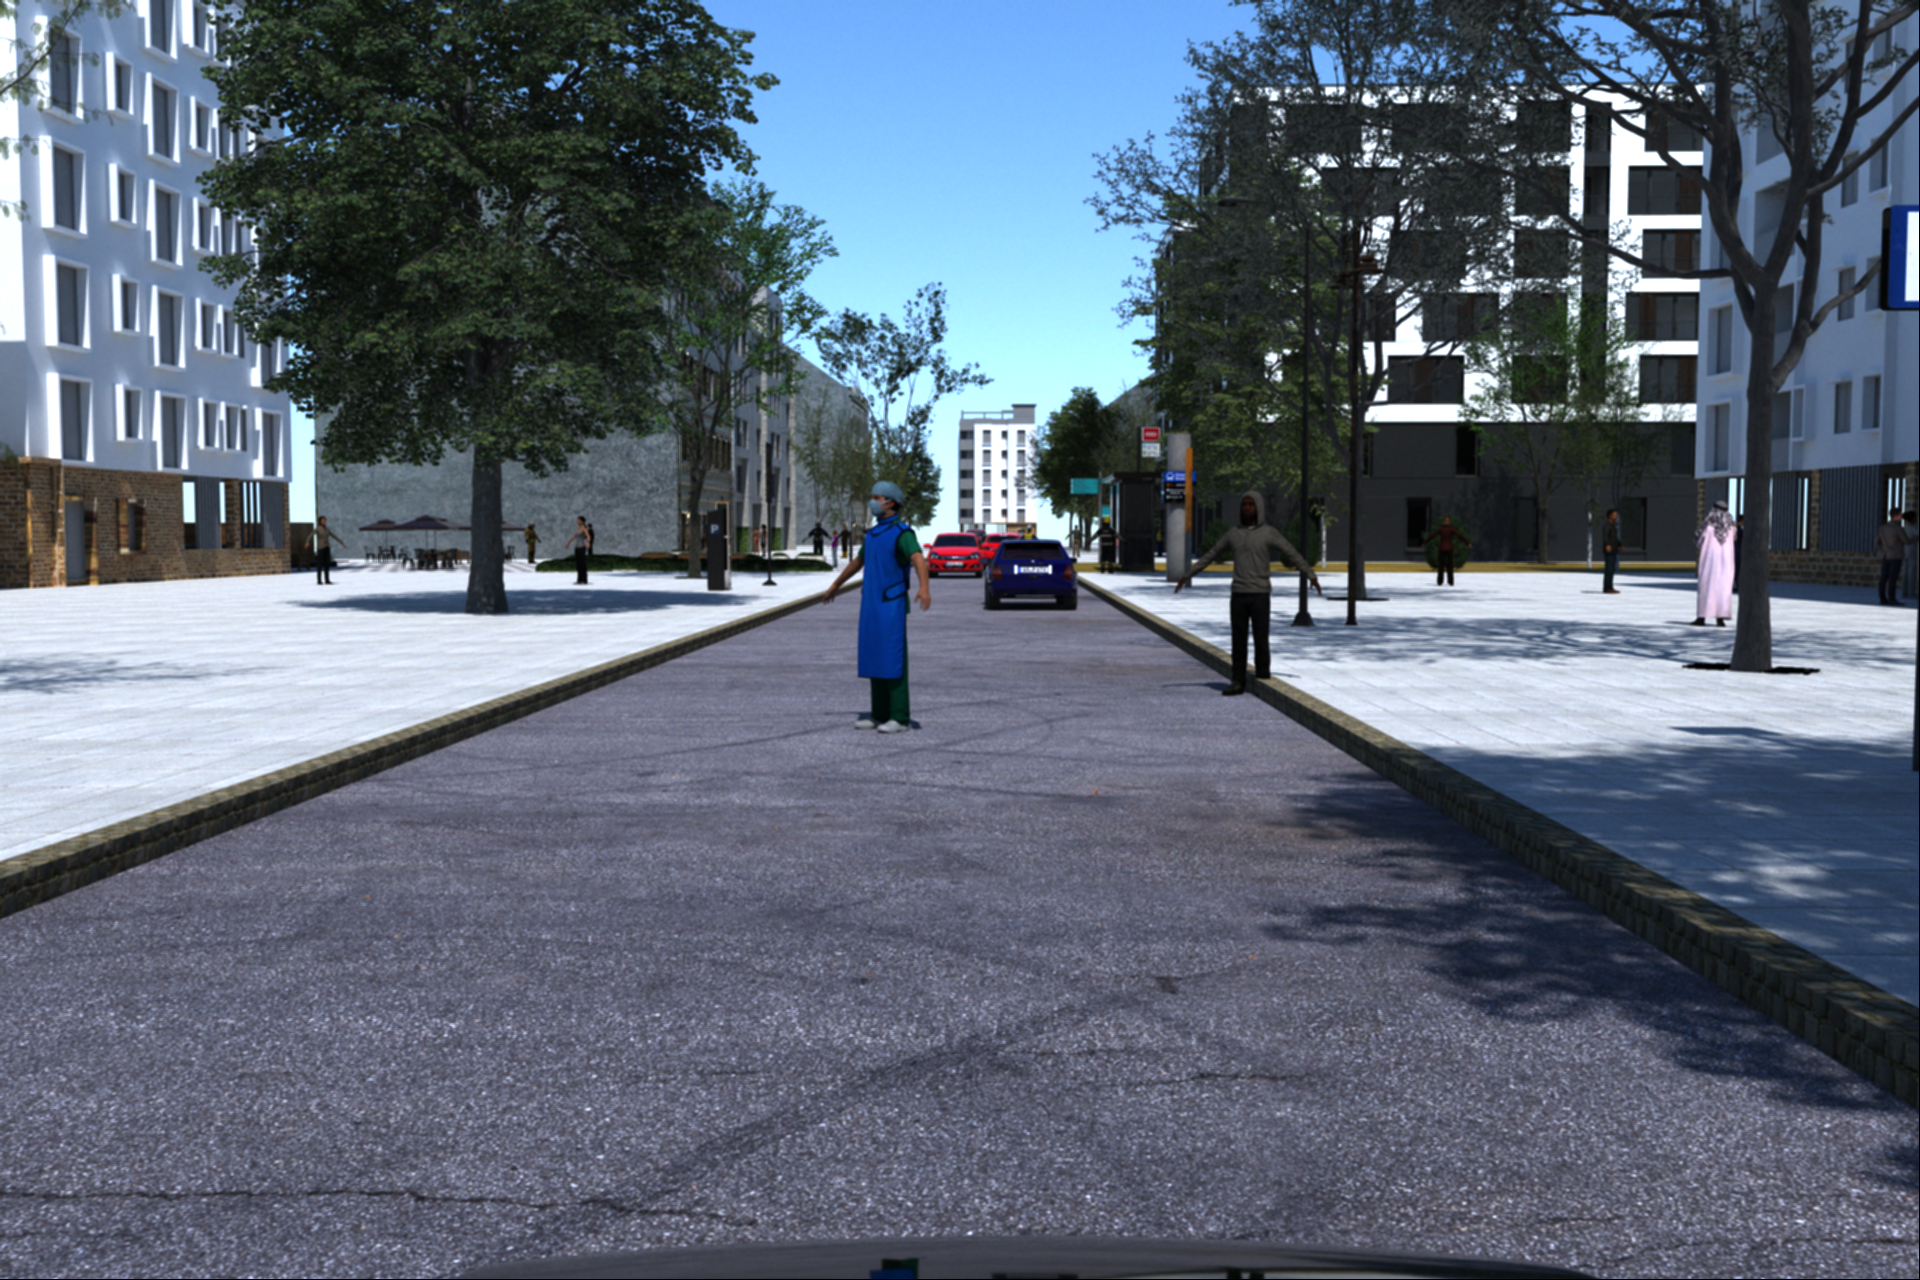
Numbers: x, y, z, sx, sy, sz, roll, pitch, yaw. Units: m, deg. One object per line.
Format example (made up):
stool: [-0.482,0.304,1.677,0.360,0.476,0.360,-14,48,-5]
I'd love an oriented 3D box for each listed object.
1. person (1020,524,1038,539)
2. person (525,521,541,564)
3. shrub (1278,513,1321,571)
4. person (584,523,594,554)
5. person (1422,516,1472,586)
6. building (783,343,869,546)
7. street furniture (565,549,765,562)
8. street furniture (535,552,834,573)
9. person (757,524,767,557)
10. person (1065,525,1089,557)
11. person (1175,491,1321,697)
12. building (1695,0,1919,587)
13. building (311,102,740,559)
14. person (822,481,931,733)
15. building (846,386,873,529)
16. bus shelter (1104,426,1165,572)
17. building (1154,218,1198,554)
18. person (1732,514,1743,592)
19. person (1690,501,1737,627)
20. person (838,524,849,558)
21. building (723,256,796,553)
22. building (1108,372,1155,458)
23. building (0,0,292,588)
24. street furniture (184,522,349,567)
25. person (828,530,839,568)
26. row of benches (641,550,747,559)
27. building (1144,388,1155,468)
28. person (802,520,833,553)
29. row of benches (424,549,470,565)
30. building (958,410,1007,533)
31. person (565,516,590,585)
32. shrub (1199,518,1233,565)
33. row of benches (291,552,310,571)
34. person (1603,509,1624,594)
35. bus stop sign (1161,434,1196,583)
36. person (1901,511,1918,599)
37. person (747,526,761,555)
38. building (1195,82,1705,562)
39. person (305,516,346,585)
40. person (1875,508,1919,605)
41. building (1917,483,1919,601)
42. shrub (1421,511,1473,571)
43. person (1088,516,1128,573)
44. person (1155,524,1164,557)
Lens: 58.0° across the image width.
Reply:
person: [2.508,-3.225,61.646,1.216,1.772,0.721,2,4,28]
person: [-18.671,-4.268,75.555,0.705,1.858,1.354,1,4,11]
shrub: [11.949,-3.454,60.885,1.690,2.028,1.600,0,3,0]
person: [-18.415,-4.884,86.044,0.705,1.806,1.347,1,4,10]
person: [12.083,-2.215,43.019,1.215,1.729,0.721,1,4,22]
building: [-20.685,-22.380,196.843,19.493,23.208,18.063,0,4,2]
street furniture: [-12.537,-3.441,71.889,5.734,0.657,10.072,3,5,39]
street furniture: [-9.260,-2.702,59.807,10.072,0.657,5.734,0,4,4]
person: [-10.957,-5.517,96.344,0.704,1.843,1.345,-2,4,-26]
person: [6.531,-5.559,97.165,1.348,1.796,0.705,1,4,15]
person: [2.563,-0.412,15.326,1.348,1.813,0.705,2,4,29]
building: [27.030,-11.801,49.363,16.016,20.090,11.380,0,4,2]
building: [-23.233,-16.224,96.183,19.493,23.208,18.063,0,4,1]
person: [-0.563,-0.247,12.616,0.704,1.817,1.347,-2,4,-35]
building: [-20.612,-21.810,223.054,16.747,18.905,31.486,0,4,1]
bus shelter: [6.349,-5.184,62.385,2.179,5.291,8.768,0,4,2]
building: [28.124,-17.368,127.945,27.936,21.610,32.646,0,4,1]
person: [17.136,-1.905,38.109,0.530,1.710,0.541,3,5,44]
person: [10.513,-1.061,24.066,0.551,1.740,0.621,-1,4,-9]
person: [-6.153,-5.249,91.957,0.704,1.812,1.346,-3,4,-38]
building: [-22.030,-15.696,123.087,16.747,18.905,31.486,0,4,2]
building: [27.265,-23.240,210.895,19.493,23.208,18.063,0,4,1]
building: [-26.794,-11.382,42.508,16.016,20.090,11.380,0,4,1]
street furniture: [-28.480,-3.756,68.258,11.010,1.723,9.812,2,4,33]
person: [-4.845,-3.481,66.173,0.599,1.433,0.991,1,4,16]
row of benches: [-10.063,-3.030,64.997,4.104,0.672,1.422,1,4,9]
building: [29.957,-21.569,183.585,19.493,23.208,18.063,0,4,1]
person: [-5.887,-4.051,72.021,1.354,1.856,0.705,0,4,-6]
row of benches: [-21.532,-3.484,72.420,1.422,0.672,4.104,0,4,4]
building: [0.113,-24.217,254.823,11.380,20.090,16.016,0,4,-4]
person: [-9.698,-2.274,43.992,0.721,1.737,1.217,-3,5,-40]
shrub: [10.886,-4.192,72.965,1.690,2.028,1.600,0,3,0]
row of benches: [-24.744,-2.757,60.545,4.104,0.672,1.422,1,4,13]
person: [14.095,-1.919,37.448,0.705,1.821,1.348,2,4,33]
bus stop sign: [5.760,-3.464,45.658,0.837,3.901,0.837,0,4,2]
person: [19.051,-1.699,34.556,0.721,1.739,1.217,0,4,-4]
person: [-11.574,-5.577,97.989,0.721,1.733,1.217,3,5,43]
building: [26.713,-15.360,95.112,27.936,21.610,32.646,0,4,1]
person: [-16.161,-2.283,44.093,0.721,1.744,1.215,2,4,32]
person: [17.029,-1.513,31.319,0.750,1.759,0.617,0,4,3]
building: [27.398,-11.762,23.239,19.493,23.208,18.063,0,4,1]
shrub: [16.719,-3.387,59.413,1.661,2.075,1.752,0,3,0]
person: [4.803,-3.105,56.540,1.351,1.858,0.704,1,4,21]
person: [11.014,-5.489,95.708,0.705,1.833,1.349,-1,4,-17]
